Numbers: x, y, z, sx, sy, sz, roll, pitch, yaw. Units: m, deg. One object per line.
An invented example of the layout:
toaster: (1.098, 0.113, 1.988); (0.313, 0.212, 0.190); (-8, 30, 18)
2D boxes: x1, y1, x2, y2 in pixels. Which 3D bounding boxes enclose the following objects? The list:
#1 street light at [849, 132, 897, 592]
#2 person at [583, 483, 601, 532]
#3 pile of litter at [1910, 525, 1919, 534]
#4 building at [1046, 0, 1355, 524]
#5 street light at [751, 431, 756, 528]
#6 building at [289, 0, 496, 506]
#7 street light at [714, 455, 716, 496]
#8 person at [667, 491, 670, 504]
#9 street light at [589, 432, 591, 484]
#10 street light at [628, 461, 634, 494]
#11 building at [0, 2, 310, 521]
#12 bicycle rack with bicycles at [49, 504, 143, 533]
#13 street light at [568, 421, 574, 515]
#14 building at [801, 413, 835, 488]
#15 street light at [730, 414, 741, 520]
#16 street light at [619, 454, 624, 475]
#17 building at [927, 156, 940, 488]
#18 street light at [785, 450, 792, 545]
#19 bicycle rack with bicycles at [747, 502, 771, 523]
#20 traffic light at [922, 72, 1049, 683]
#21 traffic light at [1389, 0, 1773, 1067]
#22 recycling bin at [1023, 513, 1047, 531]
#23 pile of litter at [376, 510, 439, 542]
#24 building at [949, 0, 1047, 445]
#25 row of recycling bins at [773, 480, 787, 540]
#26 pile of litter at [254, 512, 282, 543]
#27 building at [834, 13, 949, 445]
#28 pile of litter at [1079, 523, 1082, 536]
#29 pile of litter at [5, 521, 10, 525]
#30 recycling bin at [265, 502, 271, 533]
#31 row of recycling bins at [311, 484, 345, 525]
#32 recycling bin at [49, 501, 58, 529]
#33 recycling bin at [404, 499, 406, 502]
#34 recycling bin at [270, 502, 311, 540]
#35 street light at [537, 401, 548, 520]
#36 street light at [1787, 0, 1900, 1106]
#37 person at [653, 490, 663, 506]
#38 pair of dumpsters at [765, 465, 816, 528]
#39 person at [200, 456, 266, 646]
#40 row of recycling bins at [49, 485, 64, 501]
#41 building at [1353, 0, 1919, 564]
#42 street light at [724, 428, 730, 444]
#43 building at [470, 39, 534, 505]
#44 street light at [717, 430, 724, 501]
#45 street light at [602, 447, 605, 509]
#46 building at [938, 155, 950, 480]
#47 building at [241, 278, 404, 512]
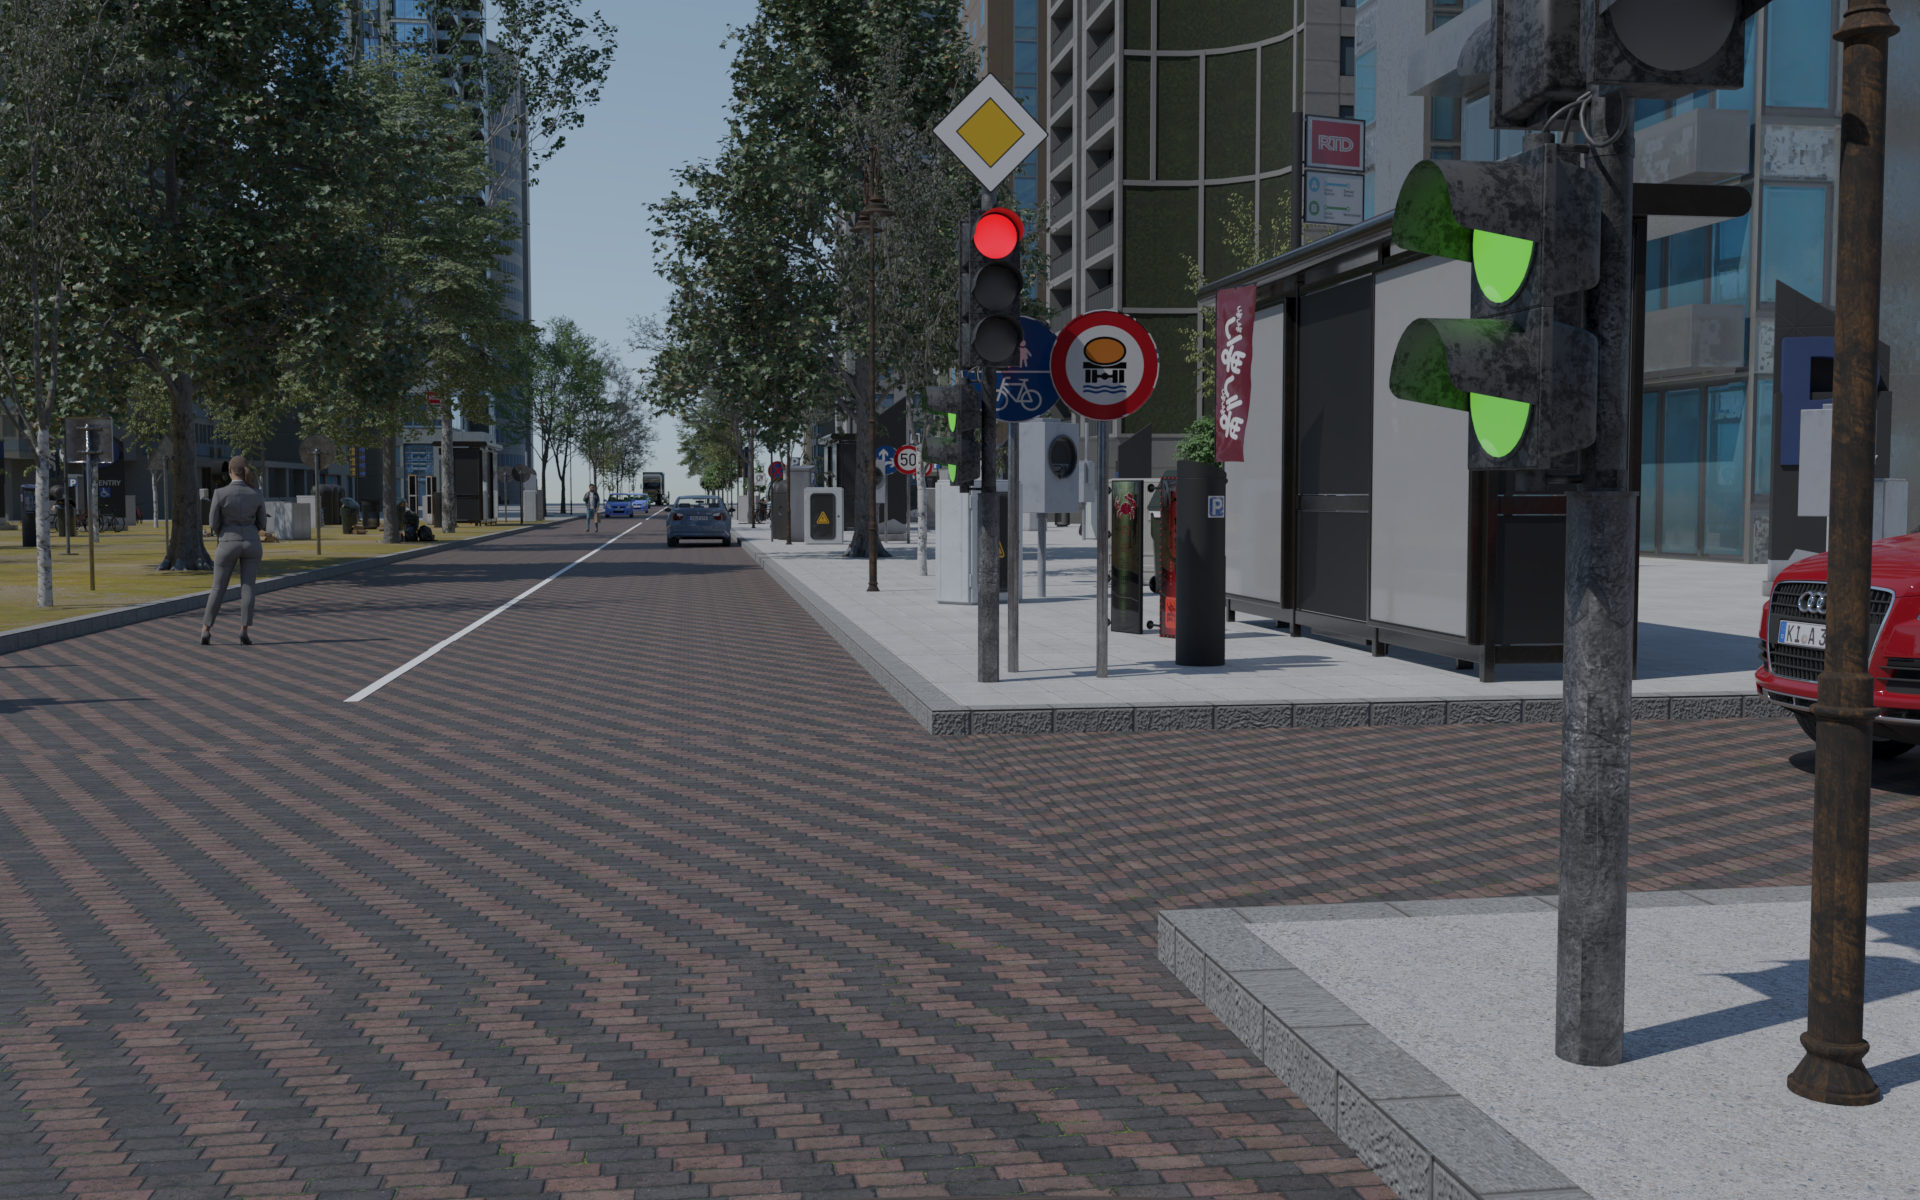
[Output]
street light: (-1.144, -3.049, 22.645); (0.468, 5.910, 1.993); (-1, 4, -9)
person: (-13.617, -3.413, 64.289); (0.794, 1.824, 0.713); (1, 4, 15)
pile of litter: (15.219, -0.802, 27.071); (1.176, 0.858, 1.719); (-2, 4, -34)
building: (13.908, -39.140, 78.184); (20.563, 71.187, 20.611); (-1, 4, -9)
street light: (-7.741, -5.624, 64.745); (0.468, 5.910, 1.993); (-1, 4, -9)
building: (-62.758, -53.690, 190.498); (22.319, 86.520, 31.000); (-1, 4, -9)
street light: (-19.511, -10.223, 139.936); (0.468, 5.910, 1.993); (-1, 4, -9)
person: (-40.697, -14.267, 241.770); (0.705, 1.823, 1.348); (-1, 4, -19)
street light: (-27.491, -9.533, 128.658); (0.468, 5.910, 1.993); (-1, 4, -9)
street light: (-40.342, -14.575, 211.090); (0.468, 5.910, 1.993); (-1, 4, -9)
building: (-52.658, -24.427, 91.258); (32.217, 40.220, 23.993); (-1, 4, -9)
bicycle rack with bicycles: (-29.036, -2.681, 57.223); (2.852, 0.926, 2.925); (2, 4, 35)
street light: (-24.151, -8.236, 107.445); (0.468, 5.910, 1.993); (-1, 4, -9)
building: (-6.665, -23.786, 233.946); (27.650, 21.520, 28.899); (-1, 4, -9)
street light: (-10.995, -6.905, 85.683); (0.468, 5.910, 1.993); (-1, 4, -9)
street light: (-36.946, -13.239, 189.243); (0.468, 5.910, 1.993); (-1, 4, -9)
building: (10.622, -27.378, 139.508); (32.217, 40.220, 23.993); (-1, 4, -9)
street light: (-4.336, -4.339, 43.726); (0.468, 5.910, 1.993); (-1, 4, -9)
bicycle rack with bicycles: (-8.357, -3.892, 77.012); (2.852, 0.926, 2.925); (3, 5, 39)
traffic light: (0.176, -1.395, 11.721); (0.839, 4.253, 0.868); (-1, 4, -9)
traffic light: (1.415, -0.912, 3.833); (0.839, 4.253, 0.868); (-1, 4, -9)
recycling bin: (2.569, -2.906, 60.073); (0.722, 1.027, 0.722); (-1, 4, -21)
pile of litter: (-14.959, -2.010, 46.830); (1.719, 0.858, 1.176); (-1, 4, -20)
building: (7.245, -27.795, 104.555); (14.600, 45.320, 14.200); (-1, 4, -9)
row of recycling bins: (-4.888, -2.606, 49.713); (1.069, 1.692, 3.534); (0, 4, -8)
pile of litter: (-18.665, -1.954, 45.911); (1.719, 0.858, 1.176); (1, 4, 18)
building: (-4.219, -40.462, 203.556); (21.231, 58.520, 28.212); (-1, 4, -9)
pile of litter: (4.343, -2.423, 53.586); (1.719, 0.858, 1.176); (-3, 5, -41)
pile of litter: (-37.994, -3.317, 68.199); (1.176, 0.858, 1.719); (0, 4, 0)
recycling bin: (-22.599, -2.739, 57.344); (0.722, 1.027, 0.722); (0, 4, -8)
row of recycling bins: (-26.533, -4.023, 72.883); (1.069, 1.692, 3.534); (-1, 4, -9)
recycling bin: (-34.000, -3.163, 64.272); (0.722, 1.027, 0.722); (1, 4, 16)
recycling bin: (-26.581, -4.220, 81.545); (0.722, 1.027, 0.722); (1, 4, 20)
recycling bin: (-18.815, -2.218, 48.821); (0.722, 1.027, 0.722); (2, 4, 24)
street light: (-20.764, -6.935, 86.168); (0.468, 5.910, 1.993); (-1, 4, -9)
street light: (1.873, -1.881, 3.537); (0.468, 5.910, 1.993); (-1, 4, -9)
person: (-36.125, -12.197, 207.544); (1.348, 1.869, 0.705); (-2, 4, -34)
pair of dumpsters: (-5.960, -3.576, 60.957); (1.574, 2.255, 4.437); (-1, 4, -9)
person: (-6.909, -0.469, 16.446); (0.573, 1.790, 0.520); (3, 5, 41)
row of recycling bins: (-41.099, -4.446, 79.810); (1.069, 1.692, 3.534); (2, 4, 31)
building: (25.495, -25.803, 41.488); (30.456, 49.044, 23.786); (-1, 4, -9)
street light: (-12.868, -7.628, 97.500); (0.468, 5.910, 1.993); (-1, 4, -9)
building: (-66.662, -41.508, 220.662); (21.231, 58.520, 28.212); (-1, 4, -9)
street light: (-16.289, -8.942, 118.992); (0.468, 5.910, 1.993); (-1, 4, -9)
street light: (-30.783, -10.814, 149.590); (0.468, 5.910, 1.993); (-1, 4, -9)
building: (5.230, -21.254, 119.212); (14.160, 30.474, 14.107); (-1, 4, -9)
building: (-54.788, -16.708, 118.215); (27.650, 21.520, 28.899); (-1, 4, -9)
